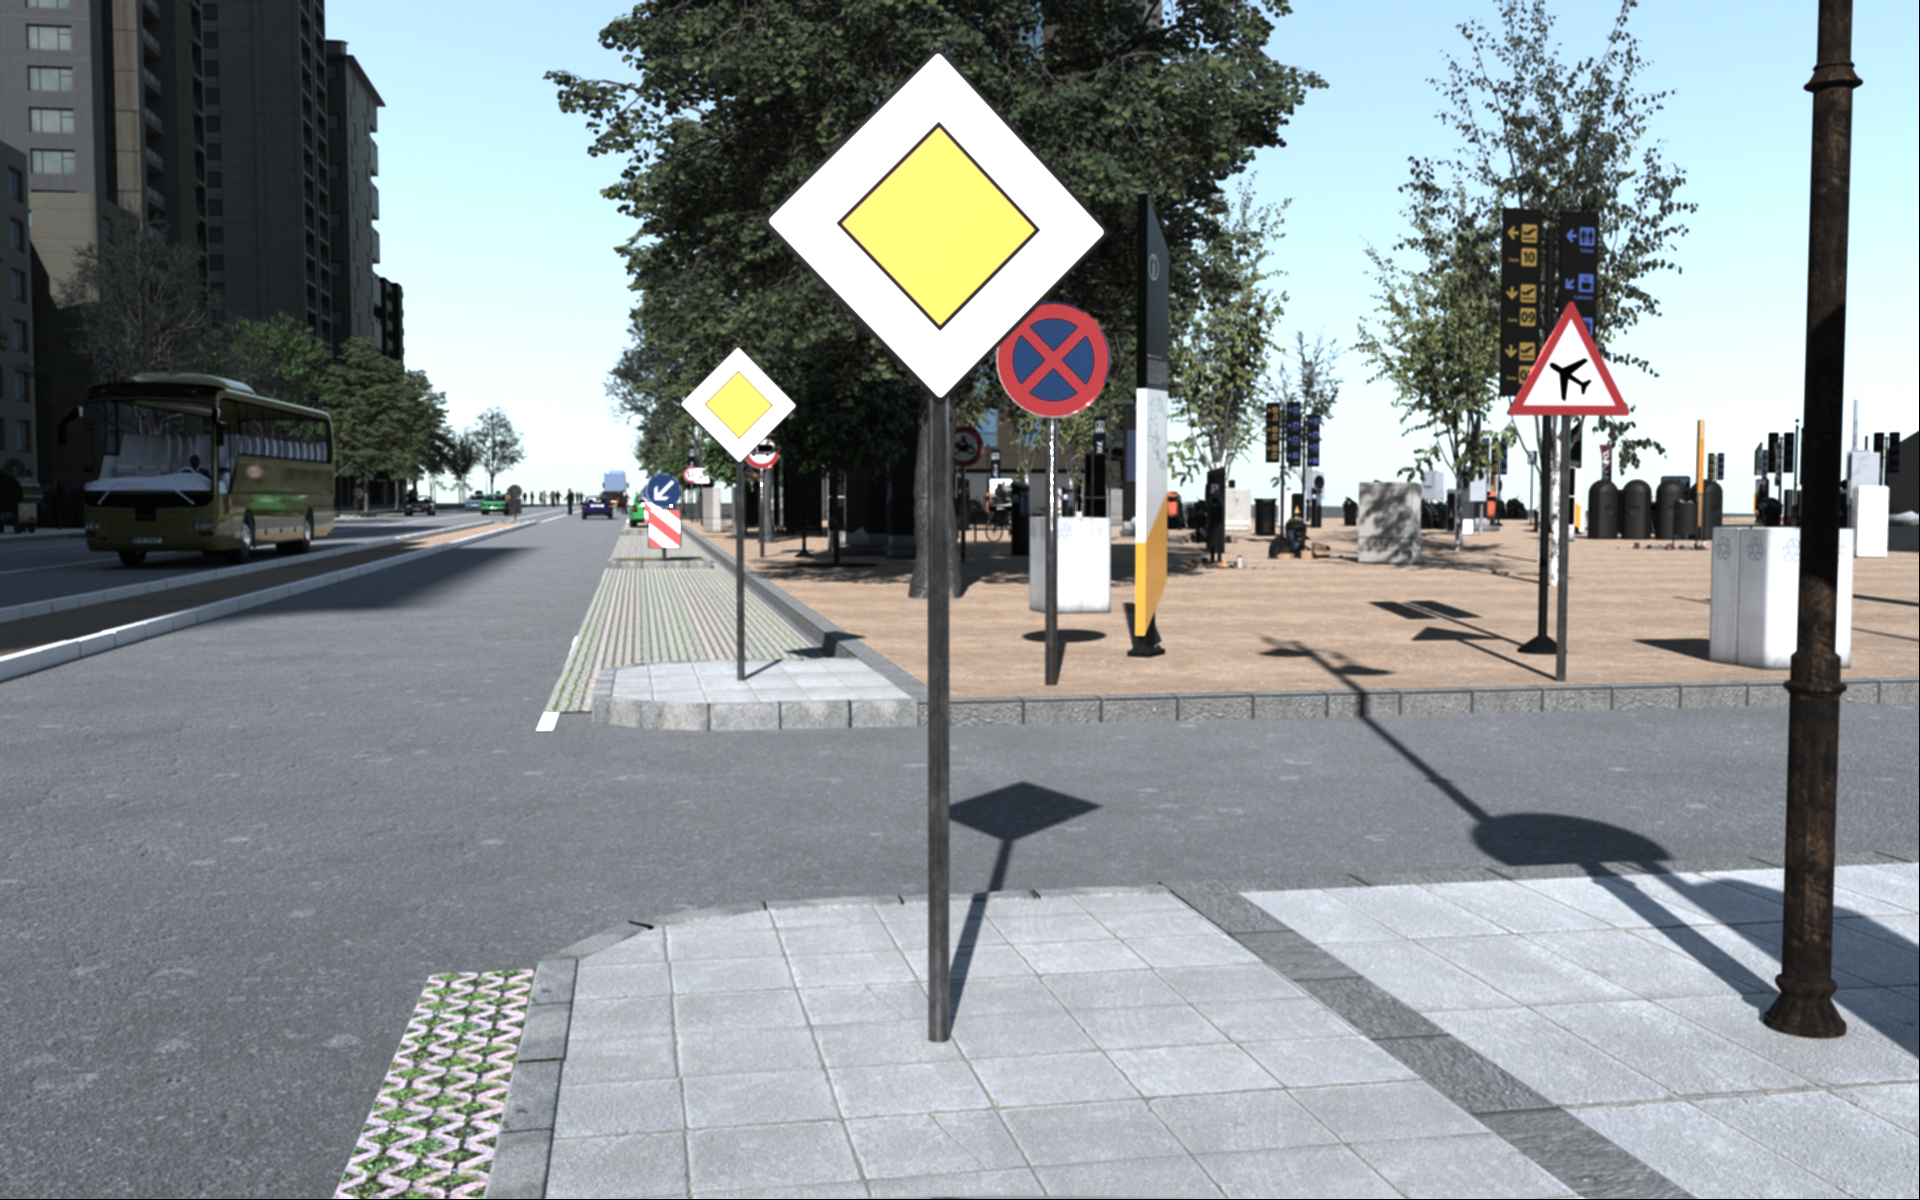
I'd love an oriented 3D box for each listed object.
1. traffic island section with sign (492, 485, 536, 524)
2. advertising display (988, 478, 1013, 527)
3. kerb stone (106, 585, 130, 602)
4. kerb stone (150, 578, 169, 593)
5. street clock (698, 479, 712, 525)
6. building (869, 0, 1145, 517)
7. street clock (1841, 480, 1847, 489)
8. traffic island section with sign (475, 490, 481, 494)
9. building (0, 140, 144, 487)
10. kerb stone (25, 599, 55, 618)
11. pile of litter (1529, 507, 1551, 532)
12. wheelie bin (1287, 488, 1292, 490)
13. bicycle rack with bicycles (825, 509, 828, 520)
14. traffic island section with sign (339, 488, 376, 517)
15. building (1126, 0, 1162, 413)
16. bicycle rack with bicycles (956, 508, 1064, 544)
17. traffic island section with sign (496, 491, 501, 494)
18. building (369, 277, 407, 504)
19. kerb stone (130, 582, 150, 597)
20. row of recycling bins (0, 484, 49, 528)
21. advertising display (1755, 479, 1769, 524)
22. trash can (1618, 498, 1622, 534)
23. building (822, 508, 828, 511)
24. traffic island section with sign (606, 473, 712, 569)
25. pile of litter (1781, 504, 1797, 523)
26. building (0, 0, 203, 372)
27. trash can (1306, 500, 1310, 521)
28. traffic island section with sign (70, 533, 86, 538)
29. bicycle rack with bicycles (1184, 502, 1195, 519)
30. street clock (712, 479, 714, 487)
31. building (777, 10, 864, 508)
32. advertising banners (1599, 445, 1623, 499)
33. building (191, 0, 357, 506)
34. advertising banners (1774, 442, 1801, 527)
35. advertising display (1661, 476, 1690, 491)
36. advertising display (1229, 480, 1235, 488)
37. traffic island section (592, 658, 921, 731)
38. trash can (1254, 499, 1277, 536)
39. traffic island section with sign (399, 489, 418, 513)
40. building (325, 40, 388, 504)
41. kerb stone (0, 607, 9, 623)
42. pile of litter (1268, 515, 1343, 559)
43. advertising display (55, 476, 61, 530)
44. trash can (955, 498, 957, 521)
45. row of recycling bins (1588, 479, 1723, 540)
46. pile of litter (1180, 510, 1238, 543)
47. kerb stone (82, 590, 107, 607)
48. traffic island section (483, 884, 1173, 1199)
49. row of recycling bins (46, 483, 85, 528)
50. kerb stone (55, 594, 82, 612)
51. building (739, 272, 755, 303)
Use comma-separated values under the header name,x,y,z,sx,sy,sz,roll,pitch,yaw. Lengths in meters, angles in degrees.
name,x,y,z,sx,sy,sz,roll,pitch,yaw
traffic island section with sign,-21.697,-4.657,84.278,2.006,1.907,1.989,-1,4,-10
advertising display,1.602,-3.830,67.840,0.974,1.923,0.123,0,3,0
kerb stone,-11.418,-0.068,23.304,0.120,0.150,1.000,-1,4,-10
kerb stone,-11.800,-0.185,25.315,0.120,0.150,1.000,-1,4,-10
street clock,-10.819,-4.183,72.963,0.471,2.002,0.358,-1,4,-14
building,2.277,-27.794,104.540,14.600,45.320,14.200,-1,4,-10
street clock,44.920,-5.095,87.873,0.358,2.002,0.471,-3,5,-43
traffic island section with sign,-52.158,-10.949,187.637,1.989,1.847,2.006,-1,4,-10
building,-62.157,-15.098,91.900,27.650,21.520,28.899,-1,4,-10
kerb stone,-10.867,0.119,20.284,0.120,0.150,1.000,-1,4,-10
pile of litter,19.882,-2.732,58.633,1.176,0.858,1.719,1,4,21
wheelie bin,16.125,-4.715,85.005,0.693,1.594,0.980,2,4,25
bicycle rack with bicycles,-4.869,-4.141,81.081,2.925,0.926,2.852,-1,4,-9
traffic island section with sign,-37.203,-6.019,107.039,1.989,1.847,2.006,-1,4,-10
building,1.396,-41.815,121.929,20.563,71.187,20.611,-1,4,-10
bicycle rack with bicycles,1.841,-1.978,45.727,2.852,0.926,2.925,3,5,40
traffic island section with sign,-57.205,-12.608,214.773,1.989,1.847,2.006,-1,4,-10
building,-80.812,-27.825,226.645,14.160,30.474,14.107,-1,4,-10
kerb stone,-11.613,-0.129,24.309,0.120,0.150,1.000,-1,4,-10
row of recycling bins,-39.101,-3.923,71.254,3.534,1.692,1.069,2,4,33
advertising display,34.095,-4.185,73.640,0.123,1.923,0.974,0,4,0
trash can,21.486,-2.696,55.739,0.748,1.137,0.748,0,3,0
building,-1.940,-43.070,142.440,20.563,71.187,20.611,-1,4,-10
traffic island section with sign,-5.908,-1.545,33.890,1.989,1.847,2.006,-1,4,-10
pile of litter,37.535,-3.940,78.391,1.719,0.858,1.176,-3,4,-36
building,-59.157,-26.308,113.727,14.154,41.232,14.086,-1,4,-10
trash can,16.129,-4.262,81.330,0.748,1.137,0.748,0,3,0
traffic island section with sign,-27.888,-2.950,56.865,1.989,1.847,2.006,-1,4,-10
bicycle rack with bicycles,11.739,-4.301,83.702,2.852,0.926,2.925,2,4,33
street clock,-11.281,-4.488,77.943,0.471,2.002,0.358,3,5,44
building,-14.728,-46.940,205.720,20.563,71.187,20.611,-1,4,-10
advertising banners,23.561,-3.995,61.500,2.074,3.025,0.090,-1,4,-15
building,-75.121,-45.414,180.763,20.563,71.187,20.611,-1,4,-10
advertising banners,28.262,-3.842,59.011,2.074,3.025,0.090,-2,4,-34
advertising display,25.581,-3.471,61.963,0.974,1.923,0.123,2,4,24
advertising display,12.502,-4.557,79.725,0.123,1.923,0.974,0,4,-1
traffic island section,-1.488,0.632,11.942,2.009,0.180,2.903,-1,4,-10
trash can,9.403,-2.550,53.348,0.748,1.137,0.748,0,3,0
traffic island section with sign,-42.134,-7.644,133.609,1.989,1.847,2.006,-1,4,-10
building,-83.859,-37.618,204.285,28.713,52.752,27.495,-1,4,-10
kerb stone,-10.680,0.178,19.278,0.120,0.150,1.000,-1,4,-10
pile of litter,6.915,-1.269,34.711,1.719,0.858,1.176,-1,4,-11
advertising display,-32.745,-3.528,62.892,0.123,1.923,0.974,-2,4,-31
trash can,-0.315,-3.440,67.893,0.748,1.137,0.748,0,3,0
row of recycling bins,19.645,-2.561,48.986,3.534,1.692,1.069,1,4,18
pile of litter,6.500,-1.959,45.991,1.719,0.858,1.176,3,5,42
kerb stone,-11.234,-0.004,22.299,0.120,0.150,1.000,-1,4,-10
traffic island section,-0.031,1.113,4.091,2.009,0.180,2.903,-1,4,-10
row of recycling bins,-34.302,-3.783,68.967,1.069,1.692,3.534,2,4,25
kerb stone,-11.048,0.056,21.294,0.120,0.150,1.000,-1,4,-10
building,-18.528,-35.305,231.858,22.147,44.769,28.867,-1,4,-10
